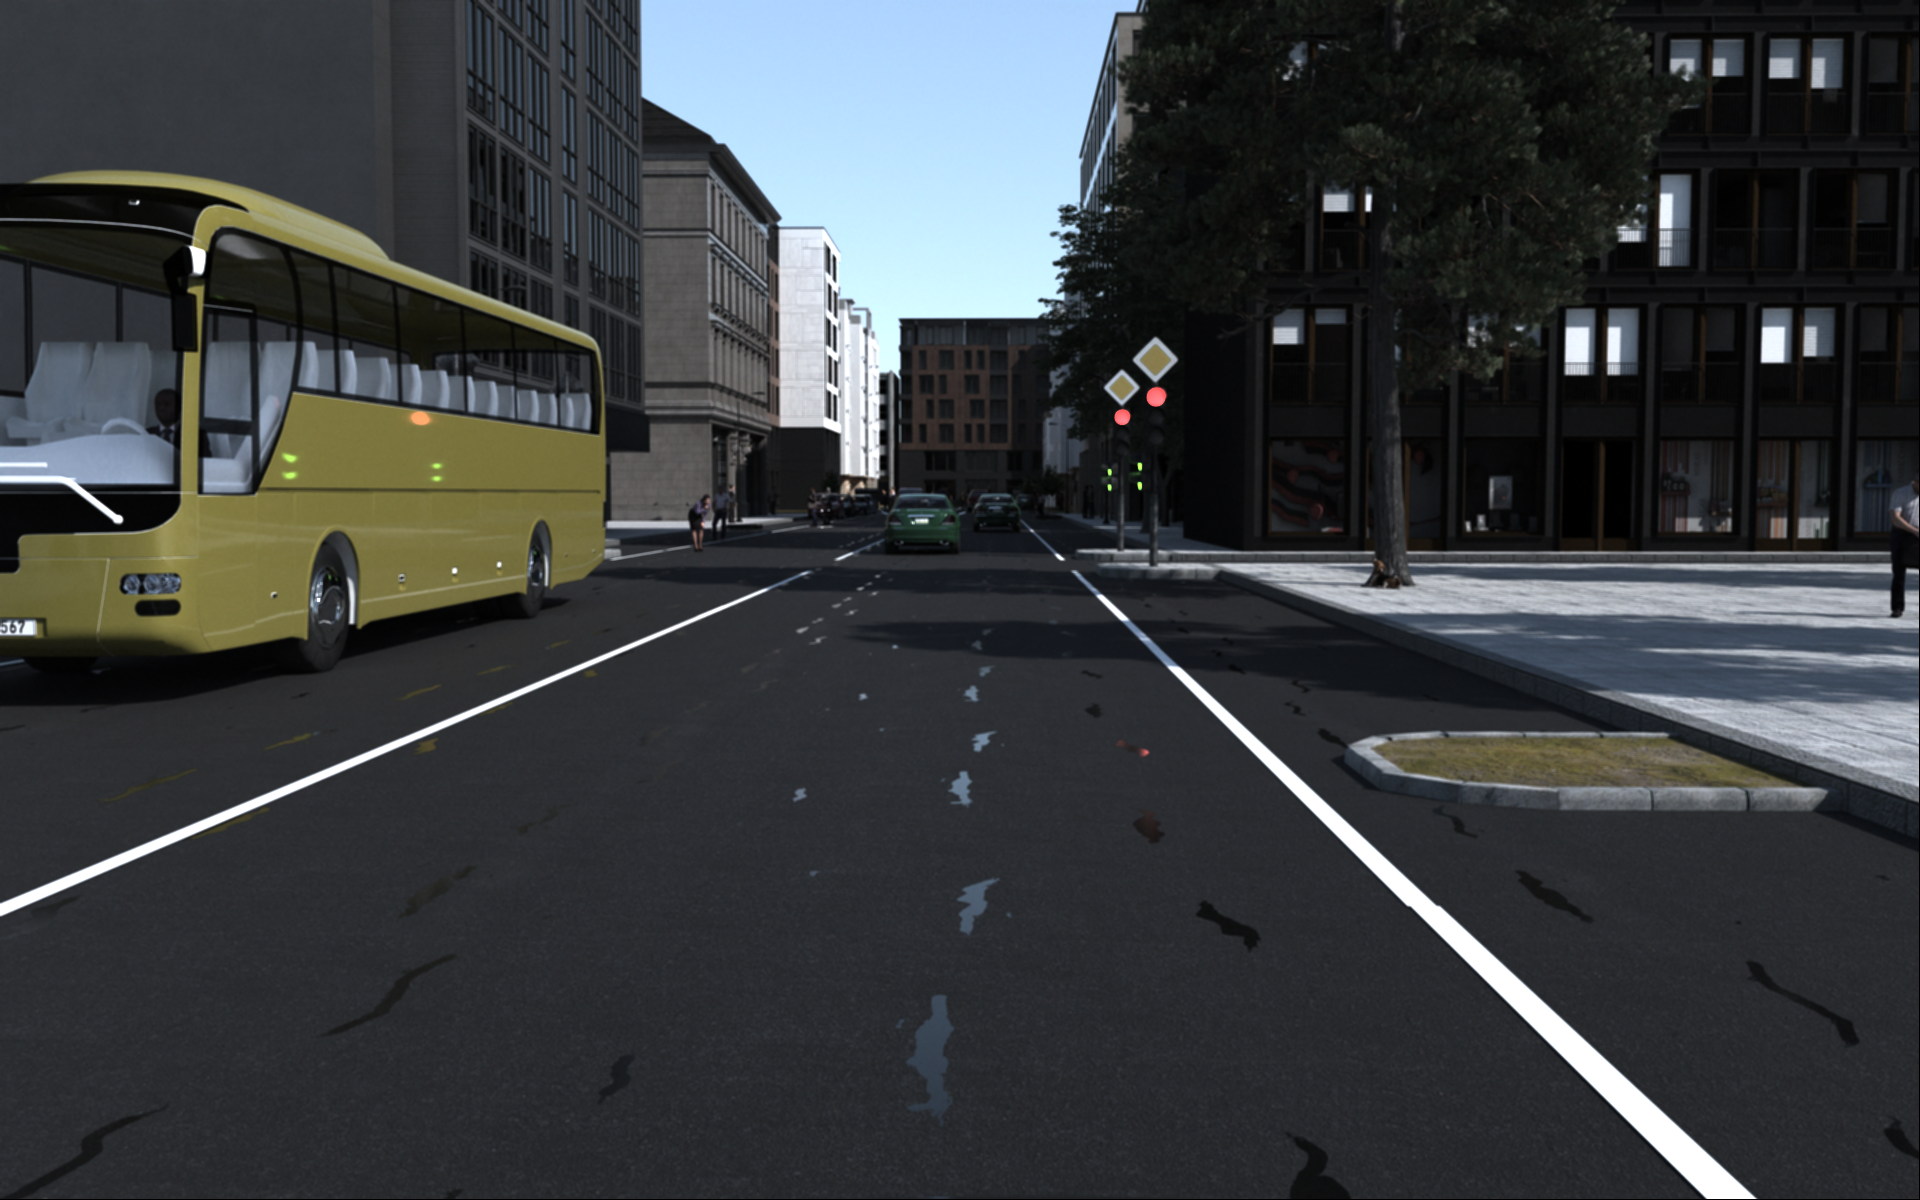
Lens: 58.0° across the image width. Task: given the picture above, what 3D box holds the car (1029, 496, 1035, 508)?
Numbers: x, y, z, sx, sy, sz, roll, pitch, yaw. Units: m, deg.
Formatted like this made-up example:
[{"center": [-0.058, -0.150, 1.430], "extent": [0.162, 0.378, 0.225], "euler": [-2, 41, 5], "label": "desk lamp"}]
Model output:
[{"center": [5.707, -8.740, 154.700], "extent": [2.131, 1.459, 4.920], "euler": [0, 4, 0], "label": "car"}]

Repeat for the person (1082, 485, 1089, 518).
[{"center": [6.695, -5.158, 91.077], "extent": [0.504, 1.737, 0.576], "euler": [-2, 4, -26], "label": "person"}]

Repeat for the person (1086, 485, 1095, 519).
[{"center": [6.667, -5.090, 89.790], "extent": [0.750, 1.759, 0.617], "euler": [3, 5, 44], "label": "person"}]

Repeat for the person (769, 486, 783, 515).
[{"center": [-11.413, -6.175, 107.542], "extent": [0.750, 1.759, 0.617], "euler": [-2, 4, -25], "label": "person"}]

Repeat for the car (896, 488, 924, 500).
[{"center": [-3.044, -6.042, 107.455], "extent": [2.281, 1.827, 5.304], "euler": [0, 3, 0], "label": "car"}]

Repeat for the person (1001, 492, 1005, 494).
[{"center": [1.909, -4.294, 80.916], "extent": [0.471, 1.553, 0.569], "euler": [-1, 4, -16], "label": "person"}]

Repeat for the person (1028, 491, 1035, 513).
[{"center": [5.358, -7.331, 129.837], "extent": [0.593, 1.643, 0.415], "euler": [2, 4, 25], "label": "person"}]

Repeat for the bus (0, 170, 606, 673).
[{"center": [-6.167, -1.565, 17.138], "extent": [2.896, 3.916, 12.252], "euler": [0, 4, 2], "label": "bus"}]

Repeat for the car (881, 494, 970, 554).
[{"center": [-0.908, -1.903, 42.906], "extent": [2.131, 1.459, 4.920], "euler": [0, 4, 0], "label": "car"}]

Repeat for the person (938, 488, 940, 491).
[{"center": [-1.446, -7.120, 124.787], "extent": [0.709, 1.838, 0.599], "euler": [-2, 4, -35], "label": "person"}]

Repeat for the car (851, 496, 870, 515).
[{"center": [-7.092, -6.497, 118.813], "extent": [1.945, 1.354, 3.894], "euler": [0, 4, 1], "label": "car"}]

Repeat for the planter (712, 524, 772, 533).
[{"center": [-8.012, -2.619, 63.955], "extent": [1.991, 0.319, 1.994], "euler": [0, 4, 1], "label": "planter"}]

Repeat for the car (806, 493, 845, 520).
[{"center": [-7.516, -5.401, 97.341], "extent": [2.155, 1.783, 4.494], "euler": [0, 4, 0], "label": "car"}]

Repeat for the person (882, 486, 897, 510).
[{"center": [-2.733, -3.494, 66.433], "extent": [0.742, 1.727, 0.445], "euler": [2, 4, 30], "label": "person"}]

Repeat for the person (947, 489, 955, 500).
[{"center": [-0.950, -8.004, 139.302], "extent": [1.348, 1.831, 0.705], "euler": [-2, 4, -27], "label": "person"}]

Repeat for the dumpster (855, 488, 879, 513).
[{"center": [-6.945, -7.394, 129.109], "extent": [1.865, 1.857, 1.264], "euler": [0, 4, 0], "label": "dumpster"}]

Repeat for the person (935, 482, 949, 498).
[{"center": [-0.489, -2.529, 50.292], "extent": [0.683, 1.767, 0.568], "euler": [3, 5, 40], "label": "person"}]

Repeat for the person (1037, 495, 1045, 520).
[{"center": [4.473, -5.157, 95.021], "extent": [0.590, 1.554, 0.614], "euler": [-2, 4, -27], "label": "person"}]

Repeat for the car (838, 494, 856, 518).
[{"center": [-7.412, -5.907, 106.362], "extent": [2.009, 1.686, 4.222], "euler": [0, 4, 3], "label": "car"}]

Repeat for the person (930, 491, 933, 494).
[{"center": [-2.895, -10.641, 183.266], "extent": [0.721, 1.735, 1.217], "euler": [1, 4, 11], "label": "person"}]

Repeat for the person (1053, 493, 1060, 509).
[{"center": [8.136, -8.278, 144.650], "extent": [0.557, 1.426, 1.065], "euler": [3, 5, 43], "label": "person"}]

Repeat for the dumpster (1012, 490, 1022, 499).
[{"center": [6.337, -10.533, 180.437], "extent": [1.865, 1.857, 1.264], "euler": [0, 4, 1], "label": "dumpster"}]

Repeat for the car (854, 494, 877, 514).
[{"center": [-6.985, -6.854, 124.069], "extent": [2.014, 1.417, 4.499], "euler": [0, 4, 3], "label": "car"}]

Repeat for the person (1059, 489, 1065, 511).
[{"center": [7.816, -7.716, 132.998], "extent": [0.445, 1.727, 0.742], "euler": [0, 4, 6], "label": "person"}]

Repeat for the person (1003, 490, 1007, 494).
[{"center": [4.509, -10.380, 178.081], "extent": [0.709, 1.838, 0.599], "euler": [-3, 4, -39], "label": "person"}]

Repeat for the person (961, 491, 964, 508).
[{"center": [0.307, -9.978, 172.350], "extent": [0.721, 1.735, 1.217], "euler": [0, 4, -1], "label": "person"}]

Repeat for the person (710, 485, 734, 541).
[{"center": [-7.334, -2.666, 53.025], "extent": [0.756, 1.711, 0.436], "euler": [2, 4, 30], "label": "person"}]

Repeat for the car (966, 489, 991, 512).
[{"center": [1.627, -7.949, 138.645], "extent": [2.281, 1.827, 5.304], "euler": [0, 4, 2], "label": "car"}]

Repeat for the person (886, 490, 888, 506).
[{"center": [-6.344, -8.769, 152.396], "extent": [0.750, 1.759, 0.617], "euler": [-1, 4, -14], "label": "person"}]

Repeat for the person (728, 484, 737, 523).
[{"center": [-9.950, -4.232, 76.044], "extent": [0.445, 1.727, 0.742], "euler": [-1, 4, -23], "label": "person"}]

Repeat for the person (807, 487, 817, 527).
[{"center": [-6.479, -4.070, 75.868], "extent": [0.431, 1.722, 0.655], "euler": [0, 4, 0], "label": "person"}]

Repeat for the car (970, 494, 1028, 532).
[{"center": [1.409, -3.395, 67.301], "extent": [2.131, 1.459, 4.920], "euler": [0, 4, 0], "label": "car"}]

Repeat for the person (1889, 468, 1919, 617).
[{"center": [9.897, -0.587, 17.855], "extent": [0.614, 1.554, 0.590], "euler": [1, 4, 10], "label": "person"}]

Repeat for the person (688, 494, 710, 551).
[{"center": [-6.462, -1.922, 43.163], "extent": [0.697, 1.427, 0.421], "euler": [3, 5, 43], "label": "person"}]

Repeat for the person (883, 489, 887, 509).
[{"center": [-5.536, -7.274, 127.458], "extent": [0.705, 1.821, 1.348], "euler": [0, 3, 0], "label": "person"}]

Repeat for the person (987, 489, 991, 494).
[{"center": [1.866, -6.036, 108.002], "extent": [0.431, 1.722, 0.655], "euler": [-1, 4, -14], "label": "person"}]
